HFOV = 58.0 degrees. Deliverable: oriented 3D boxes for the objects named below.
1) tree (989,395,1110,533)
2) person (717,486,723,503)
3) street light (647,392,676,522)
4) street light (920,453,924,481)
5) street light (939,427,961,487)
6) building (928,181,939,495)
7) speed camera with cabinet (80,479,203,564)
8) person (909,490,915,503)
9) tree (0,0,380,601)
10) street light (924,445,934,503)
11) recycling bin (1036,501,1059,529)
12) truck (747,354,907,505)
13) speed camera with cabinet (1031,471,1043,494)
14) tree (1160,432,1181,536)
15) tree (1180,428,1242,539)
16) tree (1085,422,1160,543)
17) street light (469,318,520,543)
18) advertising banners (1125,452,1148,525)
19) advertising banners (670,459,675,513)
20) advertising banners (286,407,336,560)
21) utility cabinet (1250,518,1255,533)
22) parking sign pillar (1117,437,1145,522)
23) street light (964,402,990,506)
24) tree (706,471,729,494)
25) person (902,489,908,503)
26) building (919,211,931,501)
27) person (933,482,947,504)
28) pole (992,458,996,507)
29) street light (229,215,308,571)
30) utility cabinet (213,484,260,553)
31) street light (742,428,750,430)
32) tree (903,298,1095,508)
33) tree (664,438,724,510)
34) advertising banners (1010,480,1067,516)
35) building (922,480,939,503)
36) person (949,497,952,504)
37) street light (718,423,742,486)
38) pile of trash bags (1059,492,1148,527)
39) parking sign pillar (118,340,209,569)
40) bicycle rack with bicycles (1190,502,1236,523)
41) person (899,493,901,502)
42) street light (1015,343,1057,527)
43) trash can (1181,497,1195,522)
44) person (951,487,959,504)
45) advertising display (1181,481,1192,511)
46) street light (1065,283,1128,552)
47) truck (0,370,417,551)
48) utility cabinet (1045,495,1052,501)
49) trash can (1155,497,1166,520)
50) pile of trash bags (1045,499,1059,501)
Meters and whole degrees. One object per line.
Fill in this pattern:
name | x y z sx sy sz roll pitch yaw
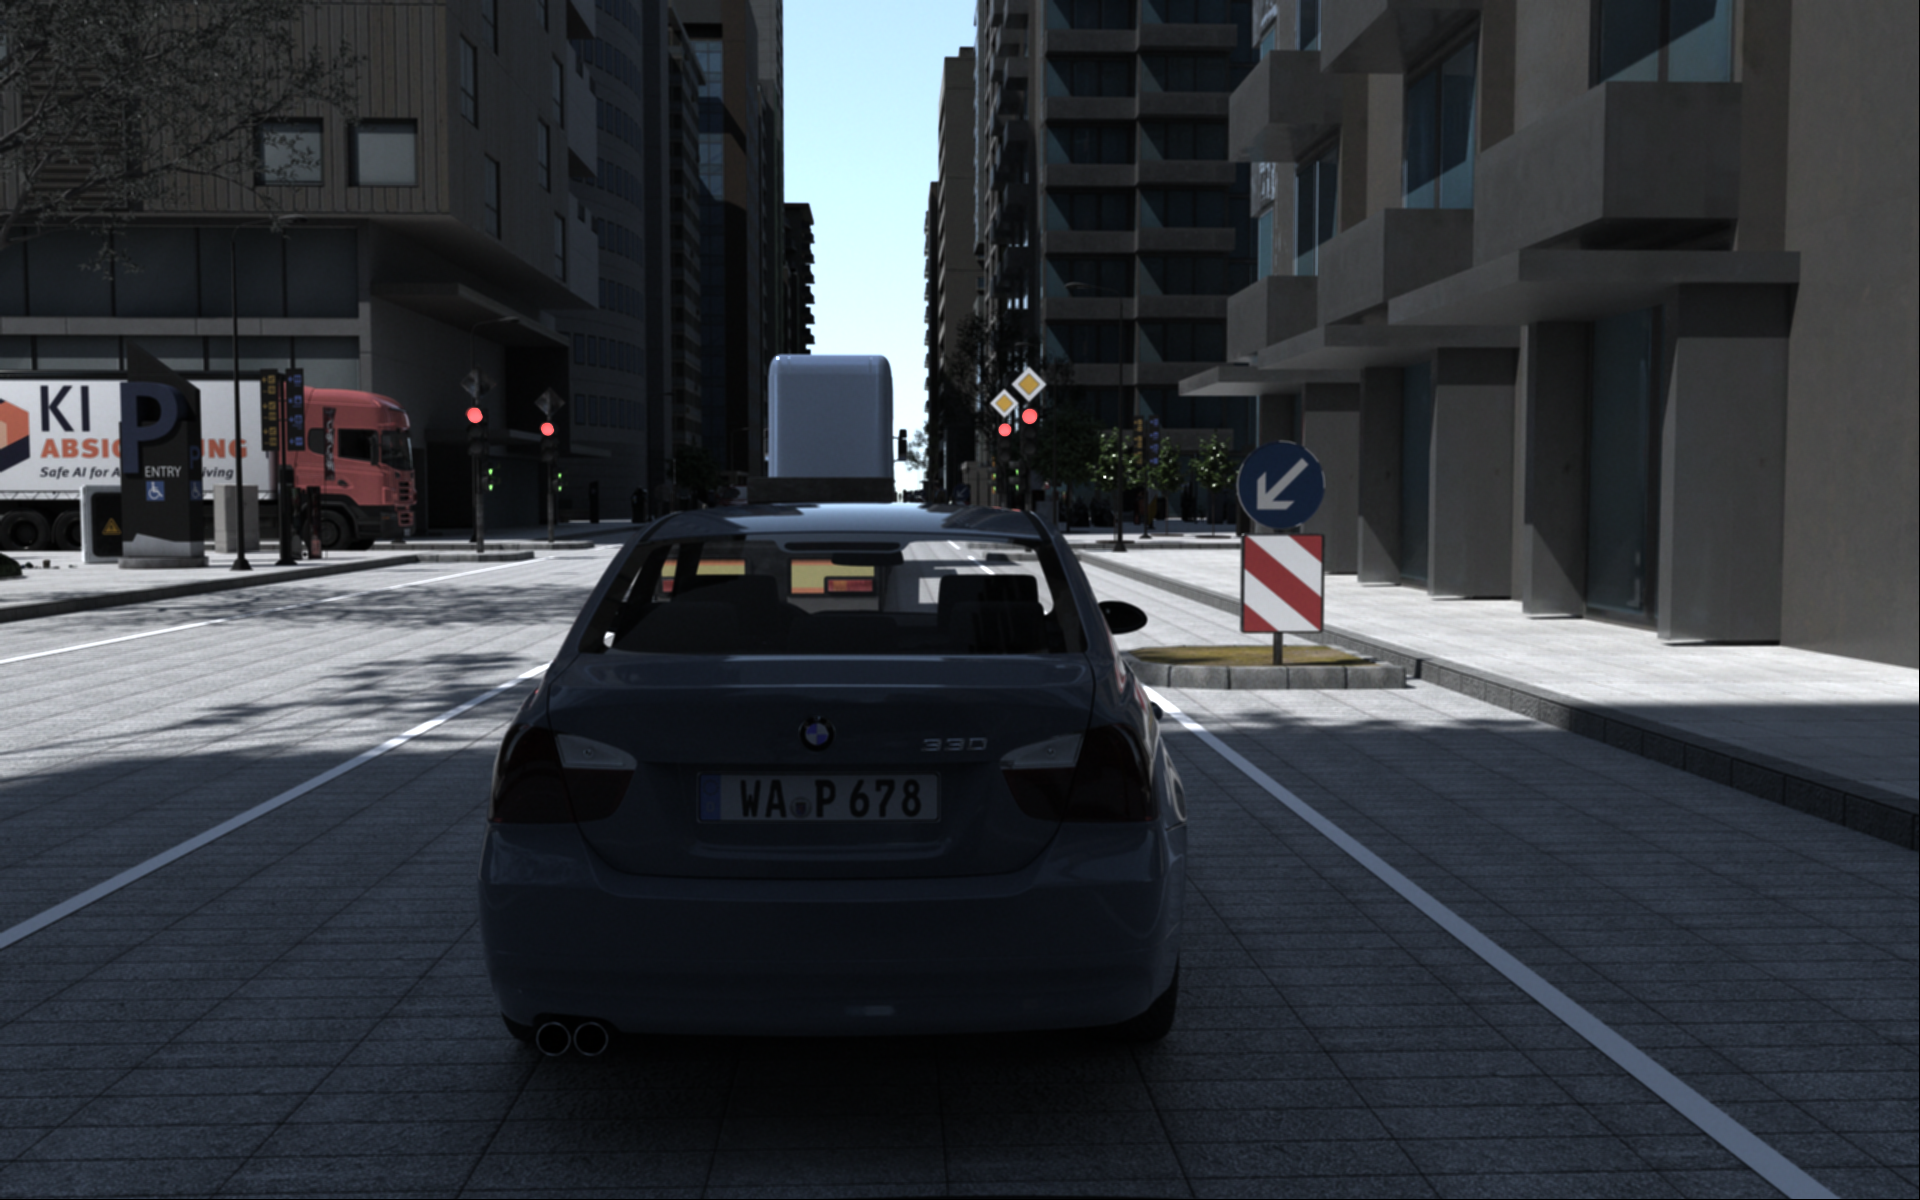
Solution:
tree | 3.677 -4.514 57.521 4.285 4.588 4.351 0 3 0
person | -10.504 -4.144 76.429 0.526 1.800 0.537 1 4 23
street light | -13.683 -6.528 79.276 1.470 5.913 1.316 0 4 -2
street light | -3.734 -13.723 196.913 1.470 5.913 1.316 0 4 -2
street light | -0.500 -9.060 120.677 1.470 5.913 1.316 0 4 -2
building | 2.636 -36.191 241.837 14.600 45.320 14.200 0 4 -2
speed camera with cabinet | -15.320 -2.329 32.415 2.038 3.252 0.660 -2 4 -32
person | -3.373 -6.853 121.542 0.512 1.701 0.522 0 4 0
tree | -12.204 -6.708 20.042 12.009 13.543 11.850 0 3 0
street light | -2.359 -11.652 163.058 1.470 5.913 1.316 0 4 -2
recycling bin | 3.111 -3.009 61.748 0.722 1.027 0.722 0 4 -7
truck | -2.323 -2.316 27.627 2.967 4.110 18.799 0 4 -2
speed camera with cabinet | 2.896 -4.421 66.617 0.660 3.252 2.038 0 4 5
tree | 6.443 -3.572 53.000 1.663 3.219 1.824 0 3 0
tree | 7.517 -3.411 50.374 1.663 3.219 1.824 0 3 0
tree | 3.968 -3.106 45.388 1.663 3.219 1.824 0 3 0
street light | -12.277 -4.474 45.699 1.470 5.913 1.316 0 4 -2
advertising banners | 7.405 -4.648 72.180 0.090 3.025 2.074 -2 4 -26
advertising banners | -14.102 -5.429 84.960 0.090 3.025 2.074 0 4 -1
advertising banners | -12.786 -2.325 34.200 0.090 3.025 2.074 0 4 7
utility cabinet | 9.347 -2.744 56.029 0.306 1.237 1.020 2 4 25
parking sign pillar | 7.943 -5.592 79.906 1.447 3.967 1.447 -1 4 -10
street light | 0.917 -7.008 87.123 1.470 5.913 1.316 0 4 -2
tree | -16.648 -7.476 116.833 1.663 3.219 1.824 0 3 0
person | -3.892 -6.759 119.603 0.643 1.750 0.593 1 4 8
building | 5.708 -39.461 264.798 23.786 49.044 30.456 0 4 -2
person | -0.736 -3.088 58.899 0.656 1.842 0.836 1 4 16
pole | 1.819 -6.040 92.589 0.158 3.312 0.155 0 3 0
street light | -11.552 -3.452 28.980 1.470 5.913 1.316 0 4 -2
utility cabinet | -15.798 -1.785 37.859 0.318 1.500 1.173 1 4 12
street light | -15.538 -9.164 122.365 1.470 5.913 1.316 0 4 -2
tree | 2.278 -9.010 81.724 8.767 10.594 7.601 1 4 11
tree | -15.434 -7.136 100.390 4.285 4.588 4.351 0 3 0
advertising banners | 2.884 -4.180 64.527 2.074 3.025 0.090 0 4 -1
building | 11.327 -32.485 223.017 32.217 40.220 23.993 0 4 -2
person | -0.472 -4.642 88.652 0.590 1.304 0.306 -3 5 -43
street light | -15.130 -8.563 112.548 1.470 5.913 1.316 0 4 -2
pile of trash bags | 5.808 -3.532 67.505 3.447 1.369 1.912 1 4 11
parking sign pillar | -13.909 -2.549 30.149 1.447 3.967 1.447 1 4 9
bicycle rack with bicycles | 12.039 -3.877 76.764 2.852 0.926 2.925 -3 5 -41
person | -8.661 -14.707 250.427 0.415 1.643 0.593 1 4 20
street light | 2.386 -4.943 53.361 1.470 5.913 1.316 0 4 -2
trash can | 10.511 -4.148 79.471 0.748 1.137 0.748 0 3 0
person | -0.233 -4.602 84.290 0.362 1.759 0.519 2 4 27
advertising display | 11.121 -4.889 85.147 0.123 1.923 0.974 -1 4 -20
street light | 3.008 -4.020 38.262 1.470 5.913 1.316 0 4 -2
truck | -17.978 -3.151 40.433 11.283 4.237 2.839 0 4 -4
utility cabinet | 4.078 -4.586 86.147 1.020 1.237 0.306 -2 4 -33
trash can | 9.969 -4.546 85.976 0.748 1.137 0.748 0 3 0
pile of trash bags | 3.731 -4.311 80.244 1.912 1.369 3.447 -1 4 -18
